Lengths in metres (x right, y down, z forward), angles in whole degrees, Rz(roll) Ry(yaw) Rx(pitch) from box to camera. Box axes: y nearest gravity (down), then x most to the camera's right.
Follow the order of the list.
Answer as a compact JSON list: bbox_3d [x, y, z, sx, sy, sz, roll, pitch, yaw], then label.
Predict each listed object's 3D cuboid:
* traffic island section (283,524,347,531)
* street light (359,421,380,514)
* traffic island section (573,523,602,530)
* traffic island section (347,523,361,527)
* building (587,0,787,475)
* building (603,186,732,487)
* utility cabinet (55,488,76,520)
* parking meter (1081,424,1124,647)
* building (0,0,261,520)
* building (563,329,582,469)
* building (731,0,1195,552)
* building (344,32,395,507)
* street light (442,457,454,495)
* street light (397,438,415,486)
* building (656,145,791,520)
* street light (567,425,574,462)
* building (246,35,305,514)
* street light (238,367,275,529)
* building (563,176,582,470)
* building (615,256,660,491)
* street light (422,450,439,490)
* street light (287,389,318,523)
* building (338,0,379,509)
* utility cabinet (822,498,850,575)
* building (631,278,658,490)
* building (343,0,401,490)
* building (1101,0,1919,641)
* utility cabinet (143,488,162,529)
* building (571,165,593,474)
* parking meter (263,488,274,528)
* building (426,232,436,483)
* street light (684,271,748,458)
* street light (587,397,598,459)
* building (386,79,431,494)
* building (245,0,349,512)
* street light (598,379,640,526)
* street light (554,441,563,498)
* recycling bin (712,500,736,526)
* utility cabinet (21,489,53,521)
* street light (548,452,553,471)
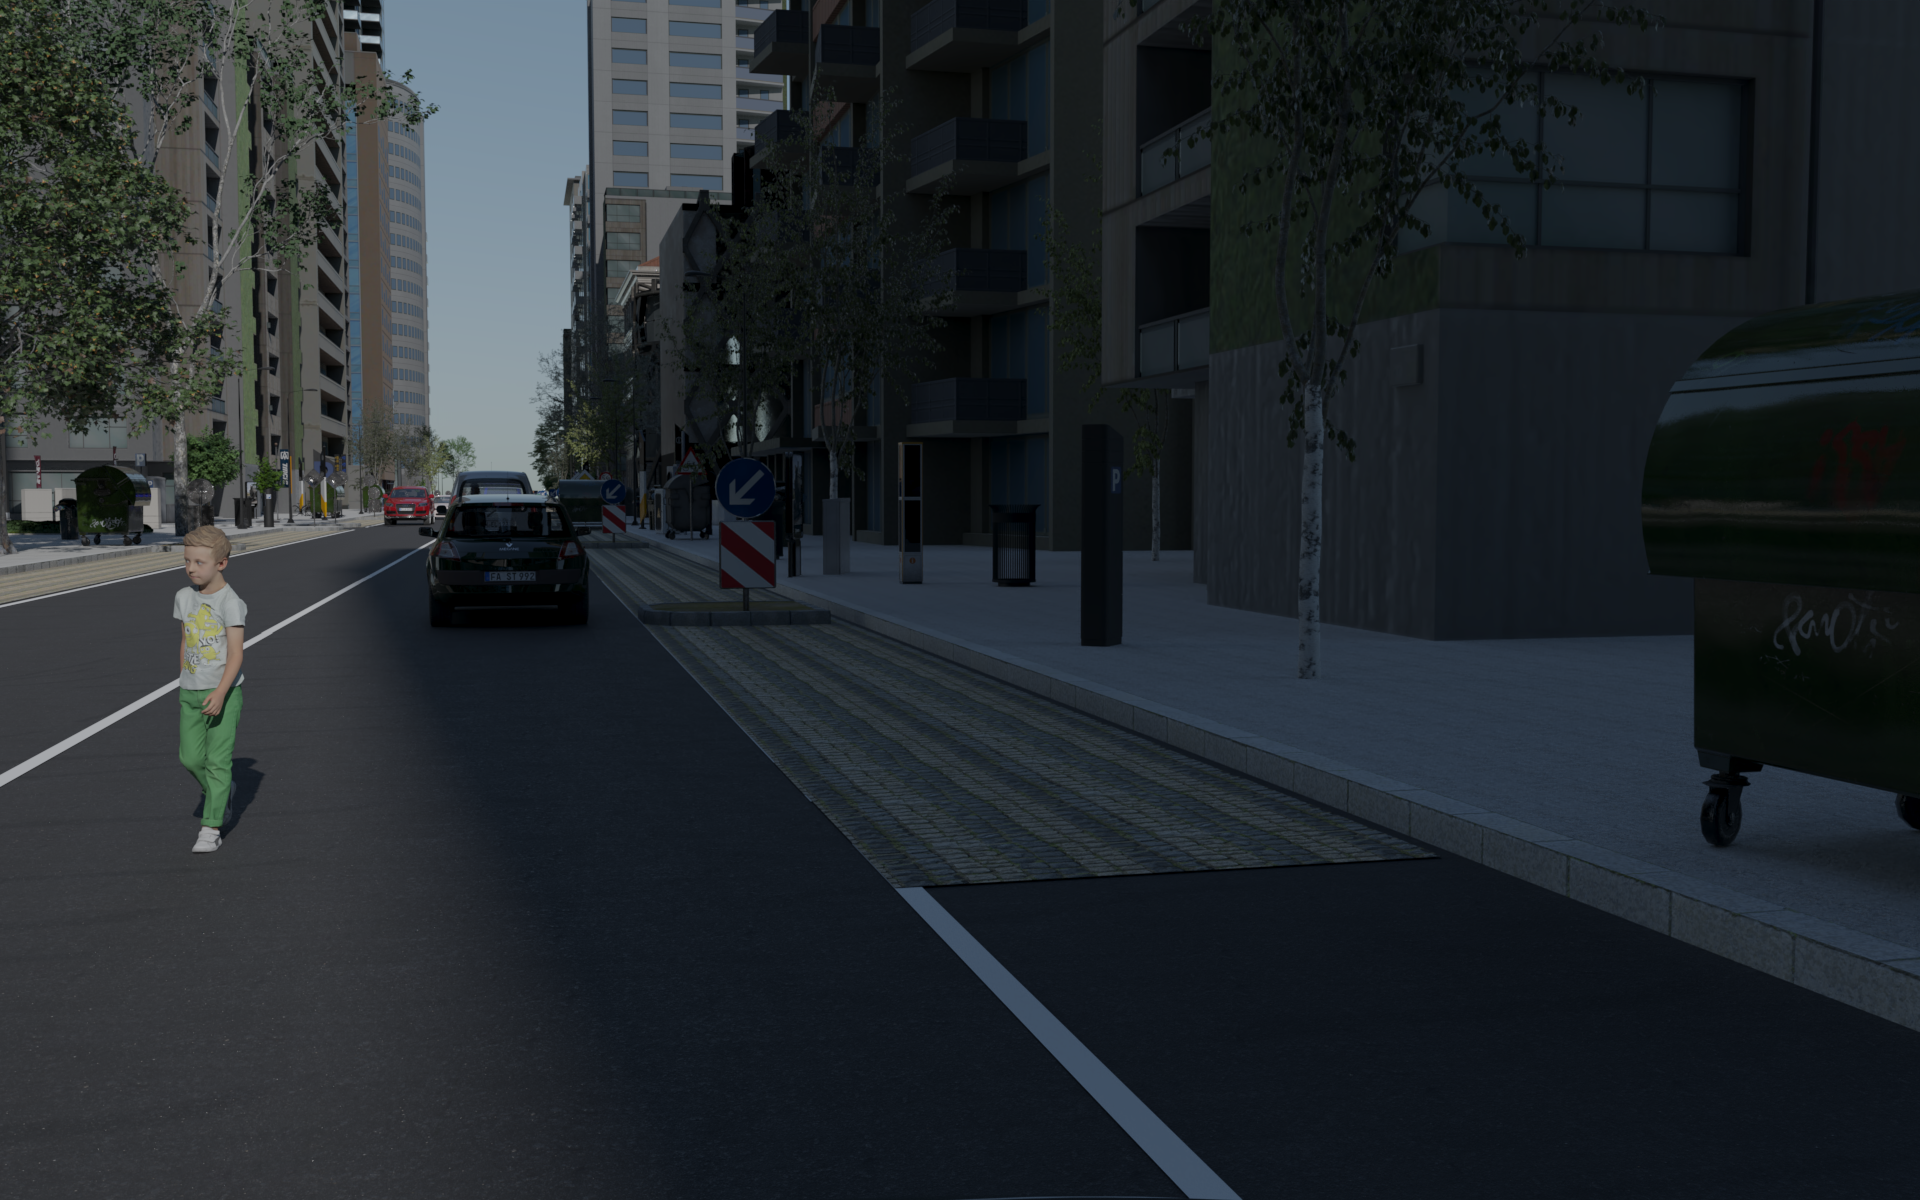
[{"bbox_3d":[-25.224,-2.774,67.634,2.009,0.180,2.903,-1,4,-14],"label":"traffic island section"},{"bbox_3d":[-37.631,-8.427,110.326,1.470,5.913,1.316,-1,4,-14],"label":"street light"},{"bbox_3d":[-17.122,-3.403,77.923,2.009,0.180,2.903,-1,4,-14],"label":"traffic island section"},{"bbox_3d":[-27.195,-3.247,75.373,2.009,0.180,2.903,-1,4,-14],"label":"traffic island section"},{"bbox_3d":[-29.349,-39.475,187.423,21.231,58.520,28.212,-1,4,-14],"label":"building"},{"bbox_3d":[-27.184,-24.171,166.890,14.160,30.474,14.107,-1,4,-14],"label":"building"},{"bbox_3d":[-32.468,-3.333,63.172,0.318,1.500,1.173,1,4,8],"label":"utility cabinet"},{"bbox_3d":[1.208,-0.550,14.697,0.255,1.863,0.399,2,4,27],"label":"parking meter"},{"bbox_3d":[-44.081,-24.665,86.872,14.154,41.232,14.086,-1,4,-14],"label":"building"},{"bbox_3d":[-61.820,-32.400,301.437,14.160,30.474,14.107,-1,4,-14],"label":"building"},{"bbox_3d":[5.378,-24.314,52.159,22.147,44.769,28.867,-1,4,-14],"label":"building"},{"bbox_3d":[-64.073,-31.885,171.437,14.600,45.320,14.200,-1,4,-14],"label":"building"},{"bbox_3d":[-68.063,-15.719,229.539,1.470,5.913,1.316,-1,4,-14],"label":"street light"},{"bbox_3d":[-47.505,-10.791,148.966,1.470,5.913,1.316,-1,4,-14],"label":"street light"},{"bbox_3d":[-6.727,-13.707,91.568,16.811,18.784,16.820,-1,4,-14],"label":"building"},{"bbox_3d":[-25.680,-8.837,117.027,1.470,5.913,1.316,-1,4,-14],"label":"street light"},{"bbox_3d":[-49.669,-20.602,108.540,14.160,30.474,14.107,-1,4,-14],"label":"building"},{"bbox_3d":[-25.701,-5.548,63.251,1.470,5.913,1.316,-1,4,-14],"label":"street light"},{"bbox_3d":[-49.315,-42.402,282.507,28.713,52.752,27.495,-1,4,-14],"label":"building"},{"bbox_3d":[-21.816,-18.720,142.222,11.583,22.565,21.152,-1,4,-14],"label":"building"},{"bbox_3d":[-56.137,-12.861,182.812,1.470,5.913,1.316,-1,4,-14],"label":"street light"},{"bbox_3d":[-28.942,-6.341,76.211,1.470,5.913,1.316,-1,4,-14],"label":"street light"},{"bbox_3d":[-63.129,-43.713,152.961,20.563,71.187,20.611,-1,4,-14],"label":"building"},{"bbox_3d":[-2.002,-1.030,28.009,0.306,1.237,1.020,0,4,5],"label":"utility cabinet"},{"bbox_3d":[-15.072,-15.722,124.501,16.820,18.784,16.811,-1,4,-14],"label":"building"},{"bbox_3d":[-73.772,-53.720,190.993,22.319,86.520,31.000,-1,4,-14],"label":"building"},{"bbox_3d":[9.251,-20.710,22.206,14.154,41.232,14.086,-1,4,-14],"label":"building"},{"bbox_3d":[-29.857,-3.340,63.289,1.173,1.500,0.318,0,4,-6],"label":"utility cabinet"},{"bbox_3d":[-45.226,-38.790,253.817,23.786,49.044,30.456,-1,4,-14],"label":"building"},{"bbox_3d":[-26.580,-3.558,66.577,0.372,1.533,0.369,0,3,0],"label":"parking meter"},{"bbox_3d":[-94.536,-39.755,269.603,23.786,49.044,30.456,-1,4,-14],"label":"building"},{"bbox_3d":[-5.049,-3.900,36.312,1.470,5.913,1.316,-1,4,-14],"label":"street light"},{"bbox_3d":[-17.051,-6.769,83.207,1.470,5.913,1.316,-1,4,-14],"label":"street light"},{"bbox_3d":[-85.735,-42.741,240.817,21.231,58.520,28.212,-1,4,-14],"label":"building"},{"bbox_3d":[-59.368,-31.098,132.154,21.300,48.544,21.600,-1,4,-14],"label":"building"},{"bbox_3d":[-13.734,-5.968,70.119,1.470,5.913,1.316,-1,4,-14],"label":"street light"},{"bbox_3d":[-35.803,-11.279,156.949,1.470,5.913,1.316,-1,4,-14],"label":"street light"},{"bbox_3d":[-9.649,-3.566,70.866,0.722,1.027,0.722,2,4,35],"label":"recycling bin"},{"bbox_3d":[-40.076,-4.068,75.187,0.318,1.500,1.173,2,4,34],"label":"utility cabinet"},{"bbox_3d":[-44.502,-13.385,191.382,1.470,5.913,1.316,-1,4,-14],"label":"street light"}]
